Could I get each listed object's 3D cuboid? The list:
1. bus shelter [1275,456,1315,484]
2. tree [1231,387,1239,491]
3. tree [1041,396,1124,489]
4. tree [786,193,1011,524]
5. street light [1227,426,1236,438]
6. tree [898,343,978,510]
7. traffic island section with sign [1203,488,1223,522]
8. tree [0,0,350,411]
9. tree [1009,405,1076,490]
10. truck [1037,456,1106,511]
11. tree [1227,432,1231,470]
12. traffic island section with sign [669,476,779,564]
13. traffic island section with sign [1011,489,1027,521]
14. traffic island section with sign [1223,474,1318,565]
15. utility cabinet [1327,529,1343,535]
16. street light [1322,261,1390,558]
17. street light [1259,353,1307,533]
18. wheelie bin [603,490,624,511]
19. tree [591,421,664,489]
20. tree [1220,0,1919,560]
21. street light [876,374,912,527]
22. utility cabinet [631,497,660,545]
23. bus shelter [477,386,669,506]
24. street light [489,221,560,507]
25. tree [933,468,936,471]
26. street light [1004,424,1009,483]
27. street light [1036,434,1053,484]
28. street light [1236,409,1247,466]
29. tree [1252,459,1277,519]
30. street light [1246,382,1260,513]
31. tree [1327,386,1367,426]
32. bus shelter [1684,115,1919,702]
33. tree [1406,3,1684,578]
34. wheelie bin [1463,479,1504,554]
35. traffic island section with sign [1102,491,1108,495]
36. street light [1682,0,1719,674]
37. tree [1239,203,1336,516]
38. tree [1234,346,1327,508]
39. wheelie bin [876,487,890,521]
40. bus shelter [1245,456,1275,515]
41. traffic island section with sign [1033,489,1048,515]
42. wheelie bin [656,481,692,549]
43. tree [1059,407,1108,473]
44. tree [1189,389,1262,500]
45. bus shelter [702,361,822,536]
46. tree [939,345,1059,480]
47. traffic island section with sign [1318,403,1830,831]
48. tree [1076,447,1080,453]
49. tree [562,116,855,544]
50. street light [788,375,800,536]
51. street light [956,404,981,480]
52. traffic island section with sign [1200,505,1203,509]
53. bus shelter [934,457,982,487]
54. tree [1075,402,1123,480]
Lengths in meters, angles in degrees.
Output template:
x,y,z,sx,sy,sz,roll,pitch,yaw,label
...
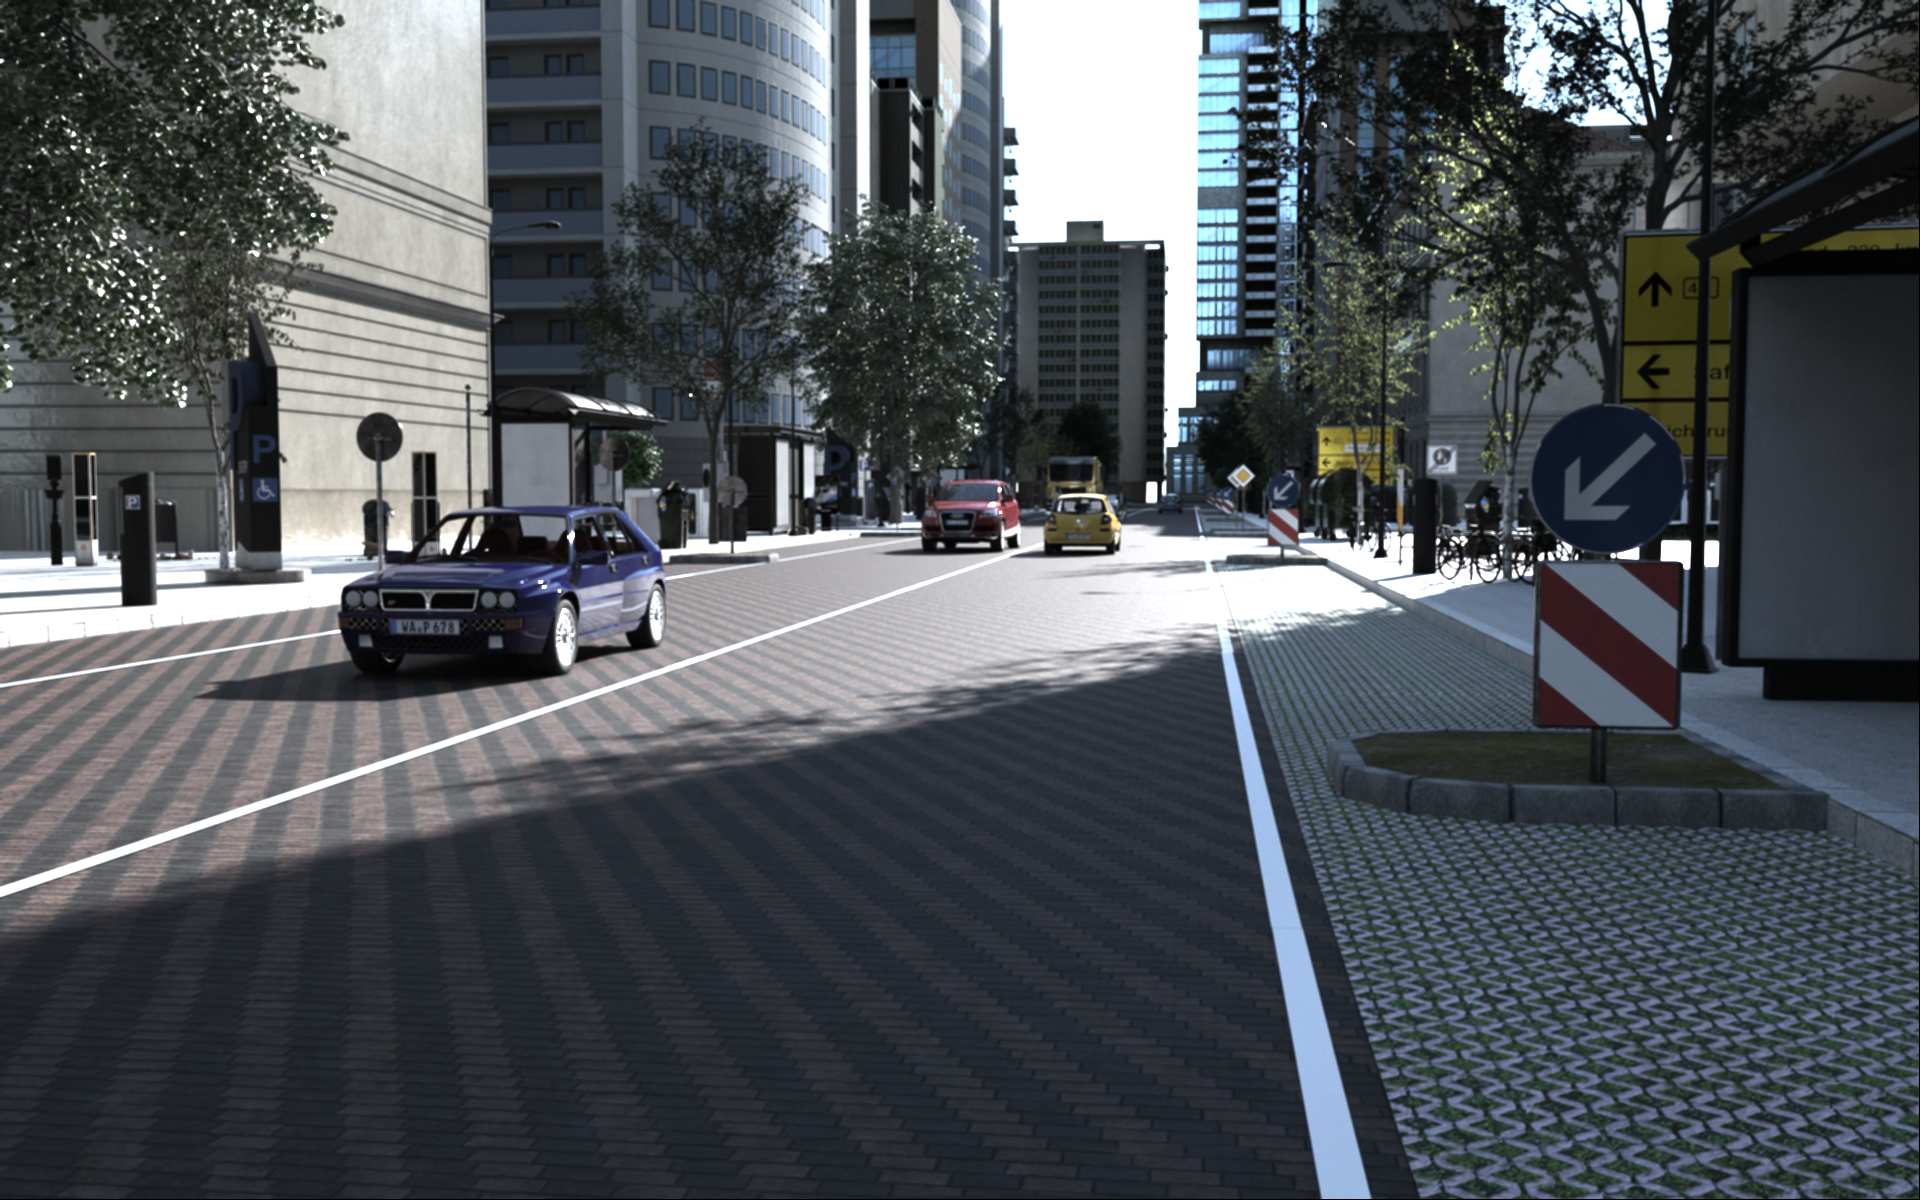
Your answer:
x,y,z,sx,sy,sz,roll,pitch,yaw,label
18.403,-6.221,95.630,2.014,3.302,5.546,0,4,8,bus shelter
15.169,-7.989,80.990,4.360,8.622,3.978,0,3,0,tree
14.464,-17.428,201.955,9.611,12.733,9.660,0,3,0,tree
-2.675,-10.278,74.703,9.857,13.997,8.962,0,3,0,tree
19.063,-8.878,117.689,1.470,5.913,1.316,0,4,8,street light
-1.379,-8.100,82.801,4.737,8.622,4.395,0,3,0,tree
13.860,-5.005,90.466,1.989,1.847,2.006,0,4,8,traffic island section with sign
-10.492,-6.778,17.470,9.857,13.997,8.962,0,3,0,tree
5.995,-11.683,141.386,4.737,8.622,4.395,0,3,0,tree
6.085,-5.839,91.393,3.469,3.379,9.791,0,4,7,truck
18.076,-9.242,101.462,4.360,8.622,3.978,0,3,0,tree
-4.901,-1.709,36.565,1.989,1.847,2.006,0,4,8,traffic island section with sign
2.501,-5.079,91.662,1.989,1.847,2.006,0,4,8,traffic island section with sign
6.494,-1.650,35.612,1.989,1.847,2.006,0,4,8,traffic island section with sign
11.705,-2.778,54.105,0.318,1.500,1.173,2,4,25,utility cabinet
7.914,-3.799,34.653,1.470,5.913,1.316,0,4,8,street light
10.707,-5.161,56.923,1.470,5.913,1.316,0,4,8,street light
-12.092,-3.185,59.986,0.980,1.594,0.693,1,4,18,wheelie bin
-14.518,-5.584,75.012,4.285,4.588,4.351,0,3,0,tree
7.077,-5.161,18.793,8.767,10.594,7.601,0,4,-6,tree
-2.534,-5.794,67.268,1.470,5.913,1.316,0,4,8,street light
-7.837,-1.999,43.853,0.306,1.237,1.020,3,5,43,utility cabinet
-7.742,-2.533,35.333,2.014,3.302,5.546,0,4,8,bus shelter
-7.492,-3.497,29.711,1.470,5.913,1.316,0,4,8,street light
-1.595,-7.291,113.816,1.663,3.219,1.824,0,3,0,tree
3.438,-8.513,111.735,1.470,5.913,1.316,0,4,8,street light
6.515,-9.930,134.894,1.470,5.913,1.316,0,4,8,street light
16.021,-7.488,94.969,1.470,5.913,1.316,0,4,8,street light
16.299,-5.875,90.659,1.663,3.219,1.824,0,3,0,tree
12.826,-6.089,72.097,1.470,5.913,1.316,0,4,8,street light
24.370,-9.948,113.013,4.737,8.622,4.395,0,3,0,tree
5.244,-0.872,8.186,2.014,3.302,5.546,0,4,7,bus shelter
8.611,-4.646,26.324,4.360,8.622,3.978,0,3,0,tree
11.251,-1.793,37.221,0.693,1.594,0.980,0,4,-8,wheelie bin
16.438,-11.425,195.422,1.989,1.847,2.006,0,4,8,traffic island section with sign
4.783,-2.440,12.439,1.470,5.913,1.316,0,4,8,street light
9.959,-5.686,43.322,4.360,8.622,3.978,0,3,0,tree
15.458,-8.275,85.654,4.737,8.622,4.395,0,3,0,tree
-3.578,-4.559,82.454,0.693,1.594,0.980,2,4,31,wheelie bin
19.191,-7.302,110.673,1.731,3.624,6.357,0,4,7,bus shelter
6.085,-6.713,118.379,1.989,1.847,2.006,0,4,8,traffic island section with sign
-6.706,-2.005,40.696,0.693,1.594,0.980,1,4,11,wheelie bin
12.447,-15.370,185.711,7.601,10.594,8.767,2,4,30,tree
32.820,-18.623,211.146,9.857,13.997,8.962,0,3,0,tree
-6.338,-4.714,54.714,2.179,5.291,8.768,0,4,8,bus shelter
1.432,-10.463,105.490,8.767,10.594,7.601,0,4,2,tree
2.835,0.015,8.390,1.989,1.847,2.006,0,4,8,traffic island section with sign
8.942,-12.921,161.620,4.737,8.622,4.395,0,3,0,tree
-6.479,-6.691,43.806,8.767,10.594,7.601,2,4,23,tree
-4.533,-4.889,52.475,1.470,5.913,1.316,0,4,8,street light
0.386,-7.154,89.510,1.470,5.913,1.316,0,4,8,street light
17.449,-6.639,117.182,1.989,1.847,2.006,0,4,8,traffic island section with sign
-0.138,-6.209,95.442,2.014,3.302,5.546,0,4,8,bus shelter
16.506,-18.066,213.507,7.486,12.596,7.792,0,3,0,tree
